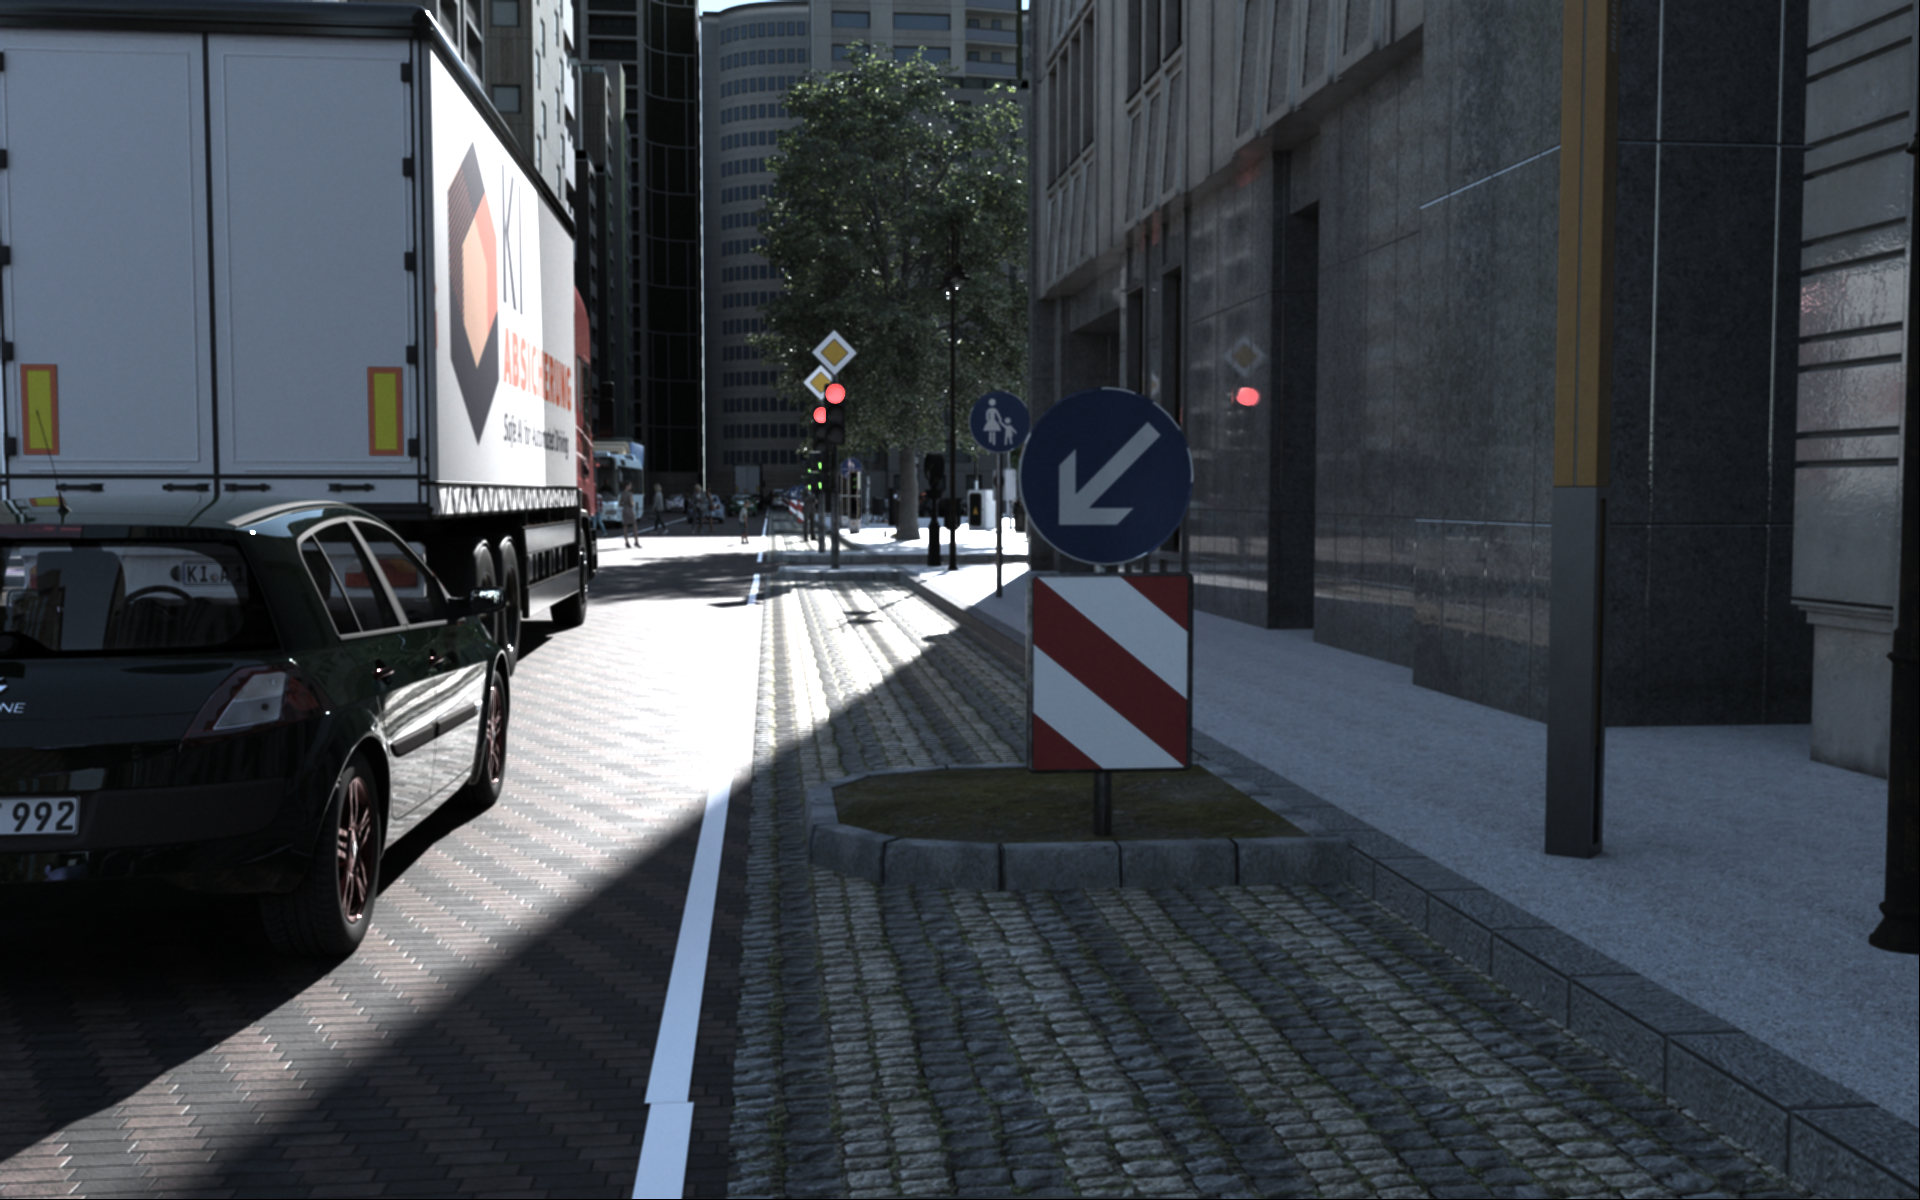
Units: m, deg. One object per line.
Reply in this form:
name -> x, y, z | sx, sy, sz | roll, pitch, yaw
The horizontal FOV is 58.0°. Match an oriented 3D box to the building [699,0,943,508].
building -> -16.380, -40.642, 206.495 | 28.212, 58.520, 21.231 | 0, 4, -6

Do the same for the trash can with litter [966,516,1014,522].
trash can with litter -> 1.087, -4.218, 80.017 | 1.678, 1.210, 2.233 | 3, 5, 41

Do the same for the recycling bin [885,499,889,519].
recycling bin -> -3.416, -4.751, 90.232 | 0.722, 1.027, 0.722 | 3, 5, 43

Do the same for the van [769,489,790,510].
van -> -16.377, -9.228, 157.886 | 2.013, 2.044, 4.112 | 0, 4, -6

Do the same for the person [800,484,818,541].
person -> -4.548, -2.727, 52.890 | 0.447, 1.846, 0.655 | 3, 5, 40

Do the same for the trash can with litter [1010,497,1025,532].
trash can with litter -> 2.248, -2.834, 57.730 | 1.055, 1.170, 0.624 | -1, 4, -18

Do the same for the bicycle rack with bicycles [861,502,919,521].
bicycle rack with bicycles -> -3.451, -4.265, 83.108 | 2.852, 0.926, 2.925 | -2, 4, -35

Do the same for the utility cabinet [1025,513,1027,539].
utility cabinet -> 2.368, -2.444, 48.638 | 1.173, 1.500, 0.318 | -3, 4, -38

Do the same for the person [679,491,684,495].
person -> -24.822, -8.879, 154.336 | 0.551, 1.740, 0.621 | -3, 4, -36

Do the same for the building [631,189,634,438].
building -> -40.783, -30.193, 177.243 | 14.086, 41.232, 14.154 | 0, 4, -6

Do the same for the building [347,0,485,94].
building -> -35.810, -40.311, 97.341 | 20.563, 71.187, 20.611 | 0, 4, -6

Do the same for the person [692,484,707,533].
person -> -9.535, -3.341, 63.303 | 0.537, 1.800, 0.526 | 0, 4, 4

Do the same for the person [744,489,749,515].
person -> -14.722, -6.704, 118.554 | 0.568, 1.767, 0.683 | 0, 4, -8

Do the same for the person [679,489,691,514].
person -> -19.963, -7.191, 126.089 | 1.348, 1.823, 0.705 | 3, 5, 39

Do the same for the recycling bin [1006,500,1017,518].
recycling bin -> 2.868, -5.017, 94.580 | 0.722, 1.027, 0.722 | 0, 4, -2

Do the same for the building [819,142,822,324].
building -> -4.119, -22.376, 137.541 | 14.160, 30.474, 14.107 | 0, 4, -6

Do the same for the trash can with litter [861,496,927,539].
trash can with litter -> -1.690, -2.424, 50.694 | 1.678, 1.210, 2.233 | -2, 4, -25

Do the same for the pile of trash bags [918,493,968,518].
pile of trash bags -> -0.726, -5.502, 99.714 | 3.447, 1.369, 1.912 | -1, 4, -21

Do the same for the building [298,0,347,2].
building -> -37.951, -22.981, 67.628 | 32.217, 40.220, 23.993 | 0, 4, -6

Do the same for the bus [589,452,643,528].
bus -> -15.608, -4.912, 75.168 | 2.948, 3.499, 13.247 | 0, 4, -6

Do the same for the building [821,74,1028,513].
building -> -2.322, -21.521, 123.572 | 14.160, 30.474, 14.107 | 0, 4, -6

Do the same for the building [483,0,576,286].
building -> -41.952, -32.585, 121.998 | 28.713, 52.752, 27.495 | 0, 4, -6

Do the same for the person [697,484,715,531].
person -> -9.607, -3.506, 65.913 | 0.778, 1.811, 0.616 | -3, 5, -40

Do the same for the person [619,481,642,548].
person -> -8.777, -2.279, 46.097 | 0.599, 1.781, 0.374 | 3, 4, 36

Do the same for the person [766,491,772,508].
person -> -18.652, -9.914, 171.420 | 1.217, 1.723, 0.721 | 0, 4, -2

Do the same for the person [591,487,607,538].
person -> -11.880, -2.887, 56.547 | 0.643, 1.720, 0.563 | 3, 5, 41

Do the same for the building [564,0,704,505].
building -> -41.018, -46.776, 203.036 | 20.611, 71.187, 20.563 | 0, 4, -6

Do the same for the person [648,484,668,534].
person -> -10.699, -3.218, 61.304 | 0.728, 1.800, 0.709 | 1, 4, 11

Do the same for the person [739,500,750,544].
person -> -6.179, -2.234, 49.714 | 0.352, 1.250, 0.332 | 1, 4, 19

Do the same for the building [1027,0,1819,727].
building -> 8.180, -12.308, 19.251 | 12.078, 24.808, 19.932 | 0, 4, -6

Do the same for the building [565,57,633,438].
building -> -38.087, -29.033, 158.287 | 14.154, 41.232, 14.086 | 0, 4, -6

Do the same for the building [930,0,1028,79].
building -> 11.731, -40.854, 209.956 | 28.212, 58.520, 21.231 | 0, 4, -6

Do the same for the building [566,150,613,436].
building -> -36.777, -22.808, 144.604 | 14.160, 30.474, 14.107 | 0, 4, -6
